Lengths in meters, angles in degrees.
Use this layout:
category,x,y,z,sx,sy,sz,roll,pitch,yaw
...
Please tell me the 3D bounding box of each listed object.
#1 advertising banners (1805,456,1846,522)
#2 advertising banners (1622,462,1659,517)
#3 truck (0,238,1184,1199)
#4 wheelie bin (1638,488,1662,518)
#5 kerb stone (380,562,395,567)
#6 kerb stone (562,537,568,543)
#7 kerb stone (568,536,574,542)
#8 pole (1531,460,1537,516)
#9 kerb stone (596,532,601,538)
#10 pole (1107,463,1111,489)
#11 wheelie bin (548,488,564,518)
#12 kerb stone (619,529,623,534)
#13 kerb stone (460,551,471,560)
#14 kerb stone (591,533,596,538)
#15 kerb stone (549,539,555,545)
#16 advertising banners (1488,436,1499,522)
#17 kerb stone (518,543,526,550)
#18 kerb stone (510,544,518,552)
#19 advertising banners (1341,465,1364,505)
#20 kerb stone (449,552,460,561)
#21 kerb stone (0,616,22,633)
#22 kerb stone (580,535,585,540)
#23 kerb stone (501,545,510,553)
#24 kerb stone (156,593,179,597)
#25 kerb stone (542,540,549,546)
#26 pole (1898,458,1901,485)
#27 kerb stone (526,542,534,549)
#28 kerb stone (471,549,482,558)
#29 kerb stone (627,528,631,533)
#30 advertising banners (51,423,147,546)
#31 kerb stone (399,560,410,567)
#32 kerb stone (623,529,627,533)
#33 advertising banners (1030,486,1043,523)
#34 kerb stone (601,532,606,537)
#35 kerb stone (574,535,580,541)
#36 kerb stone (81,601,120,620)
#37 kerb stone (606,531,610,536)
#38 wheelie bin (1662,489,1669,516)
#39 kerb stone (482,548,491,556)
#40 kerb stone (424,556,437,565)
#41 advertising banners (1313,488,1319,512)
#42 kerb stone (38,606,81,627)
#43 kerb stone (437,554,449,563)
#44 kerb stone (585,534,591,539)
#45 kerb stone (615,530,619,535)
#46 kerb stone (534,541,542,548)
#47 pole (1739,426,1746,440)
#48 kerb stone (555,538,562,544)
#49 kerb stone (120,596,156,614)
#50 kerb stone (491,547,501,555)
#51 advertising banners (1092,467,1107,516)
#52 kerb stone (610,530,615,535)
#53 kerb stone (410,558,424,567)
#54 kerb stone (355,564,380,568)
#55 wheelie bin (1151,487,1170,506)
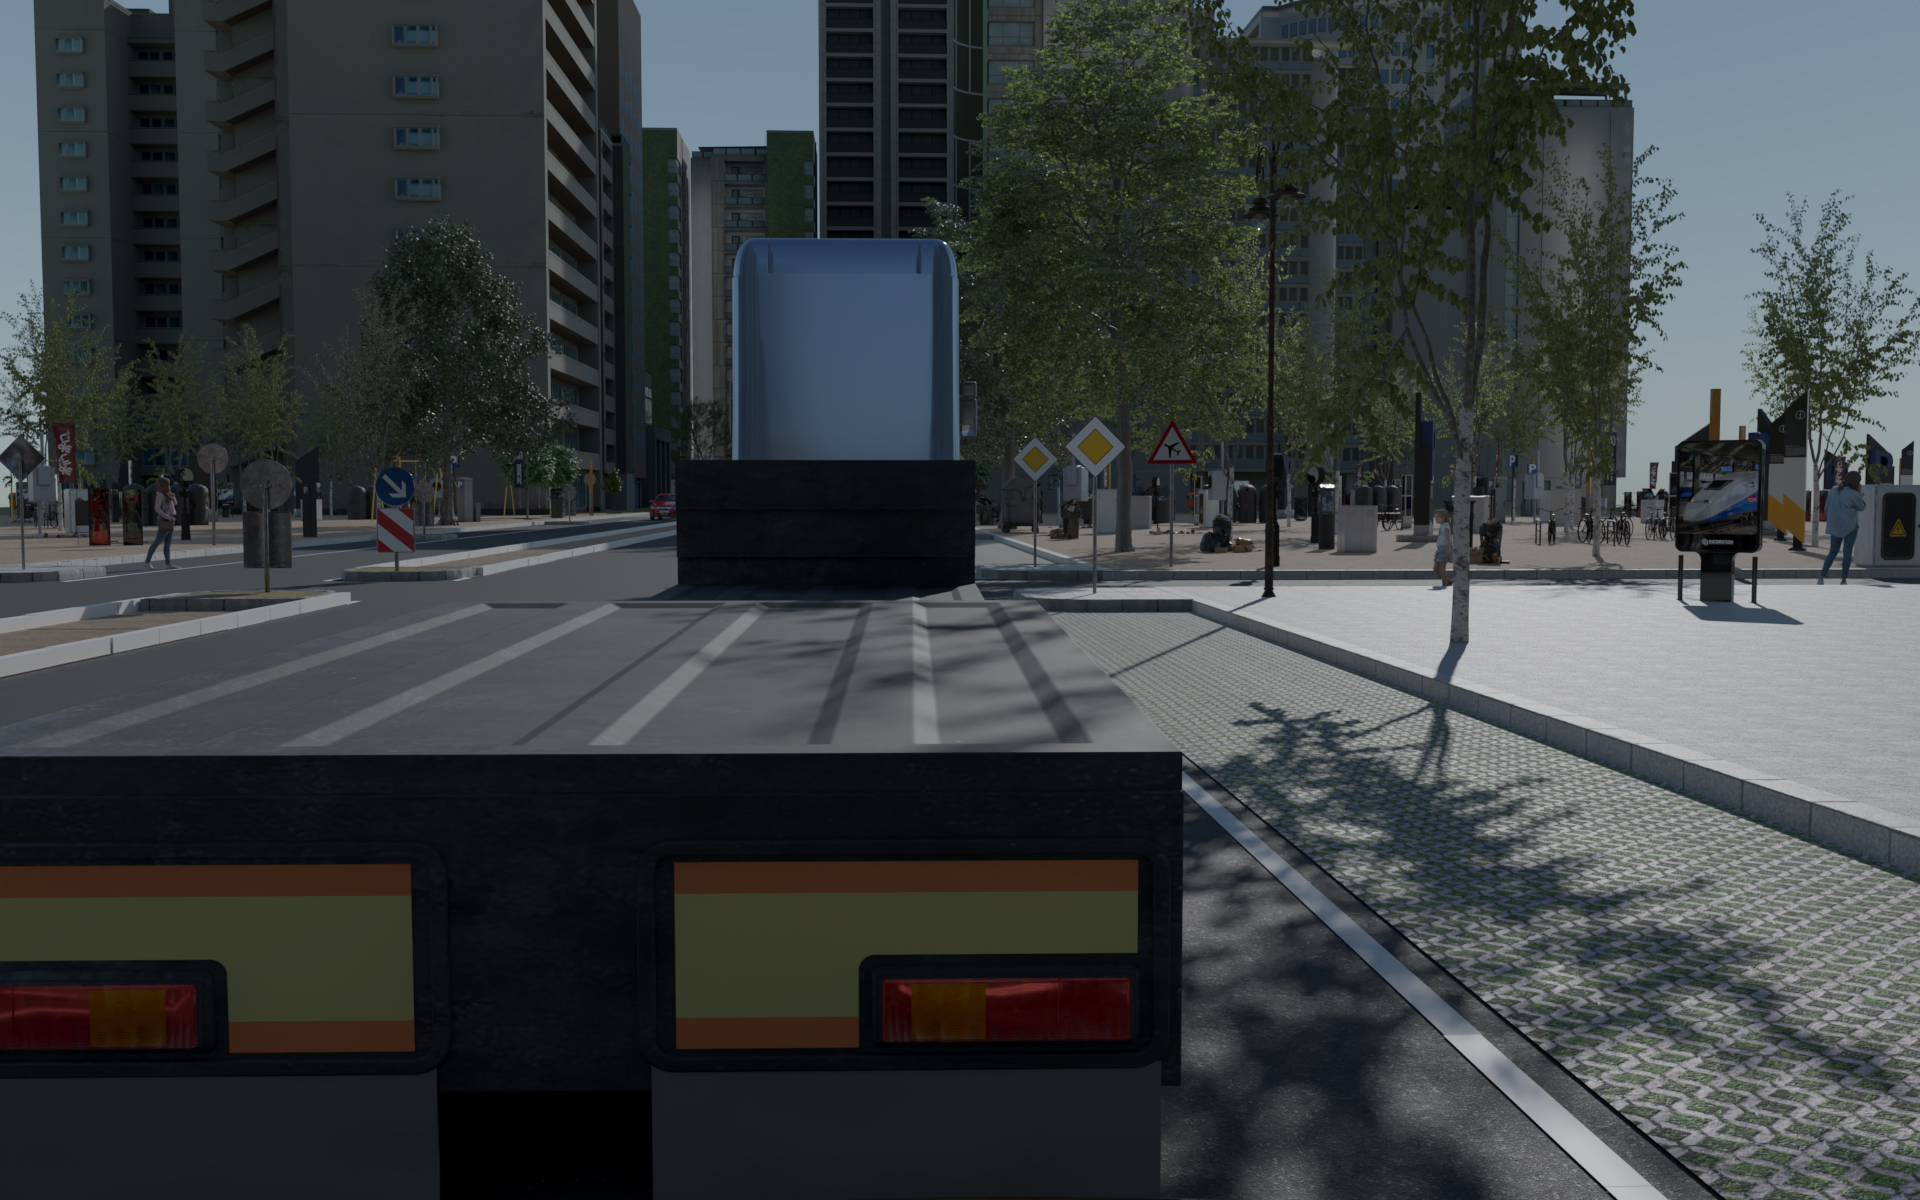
category,x,y,z,sx,sy,sz,roll,pitch,yaw
advertising banners,40.302,-5.183,80.932,0.090,3.025,2.074,-3,5,-39
advertising banners,37.538,-6.077,95.542,0.090,3.025,2.074,-3,5,-40
truck,-1.046,-1.392,12.513,2.967,4.110,18.799,0,4,-2
wheelie bin,36.874,-5.203,92.979,0.693,1.594,0.980,-1,4,-22
kerb stone,-10.603,-0.586,31.781,0.120,0.150,1.000,0,4,-3
kerb stone,-11.590,-1.714,50.211,0.120,0.150,1.000,0,4,-3
kerb stone,-11.646,-1.773,51.245,0.120,0.150,1.000,0,4,-3
pole,33.779,-6.630,102.246,0.158,3.312,0.155,0,3,0
kerb stone,-11.920,-2.090,56.361,0.120,0.150,1.000,0,4,-3
pole,7.528,-5.746,87.786,0.158,3.312,0.155,0,3,0
wheelie bin,-21.466,-5.162,92.308,0.980,1.594,0.693,-1,4,-15
kerb stone,-12.186,-2.400,61.471,0.120,0.150,1.000,0,4,-3
kerb stone,-10.934,-0.962,37.924,0.120,0.150,1.000,0,4,-3
kerb stone,-11.861,-2.027,55.341,0.120,0.150,1.000,0,4,-3
kerb stone,-11.472,-1.588,48.167,0.120,0.150,1.000,0,4,-3
advertising banners,16.510,-3.510,53.573,0.090,3.025,2.074,1,4,11
kerb stone,-11.268,-1.333,44.071,0.120,0.150,1.000,0,4,-3
kerb stone,-11.201,-1.275,43.048,0.120,0.150,1.000,0,4,-3
advertising banners,23.704,-6.694,105.636,0.090,3.025,2.074,-3,5,-44
kerb stone,-10.877,-0.899,36.896,0.120,0.150,1.000,0,4,-3
kerb stone,-9.864,0.269,17.916,0.120,0.150,1.000,0,4,-3
kerb stone,-11.749,-1.901,53.291,0.120,0.150,1.000,0,4,-3
kerb stone,-11.150,-1.212,42.014,0.120,0.150,1.000,0,4,-3
kerb stone,-10.081,0.016,22.006,0.120,0.150,1.000,0,4,-3
kerb stone,-11.419,-1.526,47.138,0.120,0.150,1.000,0,4,-3
pole,53.235,-6.376,98.092,0.158,3.312,0.155,0,3,0
kerb stone,-11.313,-1.400,45.092,0.120,0.150,1.000,0,4,-3
kerb stone,-10.978,-1.022,38.945,0.120,0.150,1.000,0,4,-3
kerb stone,-12.290,-2.527,63.516,0.120,0.150,1.000,0,4,-3
advertising banners,-21.392,-2.867,43.058,2.074,3.025,0.090,-1,4,-19
kerb stone,-10.662,-0.649,32.806,0.120,0.150,1.000,0,4,-3
kerb stone,-12.240,-2.465,62.495,0.120,0.150,1.000,0,4,-3
advertising banners,3.333,-4.908,76.434,0.090,3.025,2.074,-1,4,-14
kerb stone,-11.964,-2.152,57.382,0.120,0.150,1.000,0,4,-3
kerb stone,-11.695,-1.839,52.266,0.120,0.150,1.000,0,4,-3
kerb stone,-9.989,0.137,19.959,0.120,0.150,1.000,0,4,-3
kerb stone,-12.024,-2.212,58.407,0.120,0.150,1.000,0,4,-3
wheelie bin,41.924,-5.840,103.398,0.980,1.594,0.693,-3,5,-43
kerb stone,-11.043,-1.086,39.966,0.120,0.150,1.000,0,4,-3
kerb stone,-10.764,-0.774,34.855,0.120,0.150,1.000,0,4,-3
advertising banners,21.868,-6.659,105.062,0.090,3.025,2.074,2,4,25
kerb stone,-9.929,0.199,18.939,0.120,0.150,1.000,0,4,-3
kerb stone,-10.823,-0.830,35.876,0.120,0.150,1.000,0,4,-3
kerb stone,-11.807,-1.965,54.319,0.120,0.150,1.000,0,4,-3
kerb stone,-12.130,-2.340,60.448,0.120,0.150,1.000,0,4,-3
kerb stone,-11.360,-1.463,46.118,0.120,0.150,1.000,0,4,-3
pole,23.339,-3.542,51.754,0.158,3.312,0.155,0,3,0
kerb stone,-11.534,-1.651,49.191,0.120,0.150,1.000,0,4,-3
kerb stone,-10.037,0.074,20.981,0.120,0.150,1.000,0,4,-3
kerb stone,-11.099,-1.148,40.990,0.120,0.150,1.000,0,4,-3
advertising banners,8.151,-6.469,101.952,0.090,3.025,2.074,3,5,41
kerb stone,-12.074,-2.277,59.427,0.120,0.150,1.000,0,4,-3
kerb stone,-10.715,-0.711,33.827,0.120,0.150,1.000,0,4,-3
kerb stone,-10.554,-0.520,30.758,0.120,0.150,1.000,0,4,-3
wheelie bin,9.426,-4.490,81.327,0.980,1.594,0.693,-1,4,-10
